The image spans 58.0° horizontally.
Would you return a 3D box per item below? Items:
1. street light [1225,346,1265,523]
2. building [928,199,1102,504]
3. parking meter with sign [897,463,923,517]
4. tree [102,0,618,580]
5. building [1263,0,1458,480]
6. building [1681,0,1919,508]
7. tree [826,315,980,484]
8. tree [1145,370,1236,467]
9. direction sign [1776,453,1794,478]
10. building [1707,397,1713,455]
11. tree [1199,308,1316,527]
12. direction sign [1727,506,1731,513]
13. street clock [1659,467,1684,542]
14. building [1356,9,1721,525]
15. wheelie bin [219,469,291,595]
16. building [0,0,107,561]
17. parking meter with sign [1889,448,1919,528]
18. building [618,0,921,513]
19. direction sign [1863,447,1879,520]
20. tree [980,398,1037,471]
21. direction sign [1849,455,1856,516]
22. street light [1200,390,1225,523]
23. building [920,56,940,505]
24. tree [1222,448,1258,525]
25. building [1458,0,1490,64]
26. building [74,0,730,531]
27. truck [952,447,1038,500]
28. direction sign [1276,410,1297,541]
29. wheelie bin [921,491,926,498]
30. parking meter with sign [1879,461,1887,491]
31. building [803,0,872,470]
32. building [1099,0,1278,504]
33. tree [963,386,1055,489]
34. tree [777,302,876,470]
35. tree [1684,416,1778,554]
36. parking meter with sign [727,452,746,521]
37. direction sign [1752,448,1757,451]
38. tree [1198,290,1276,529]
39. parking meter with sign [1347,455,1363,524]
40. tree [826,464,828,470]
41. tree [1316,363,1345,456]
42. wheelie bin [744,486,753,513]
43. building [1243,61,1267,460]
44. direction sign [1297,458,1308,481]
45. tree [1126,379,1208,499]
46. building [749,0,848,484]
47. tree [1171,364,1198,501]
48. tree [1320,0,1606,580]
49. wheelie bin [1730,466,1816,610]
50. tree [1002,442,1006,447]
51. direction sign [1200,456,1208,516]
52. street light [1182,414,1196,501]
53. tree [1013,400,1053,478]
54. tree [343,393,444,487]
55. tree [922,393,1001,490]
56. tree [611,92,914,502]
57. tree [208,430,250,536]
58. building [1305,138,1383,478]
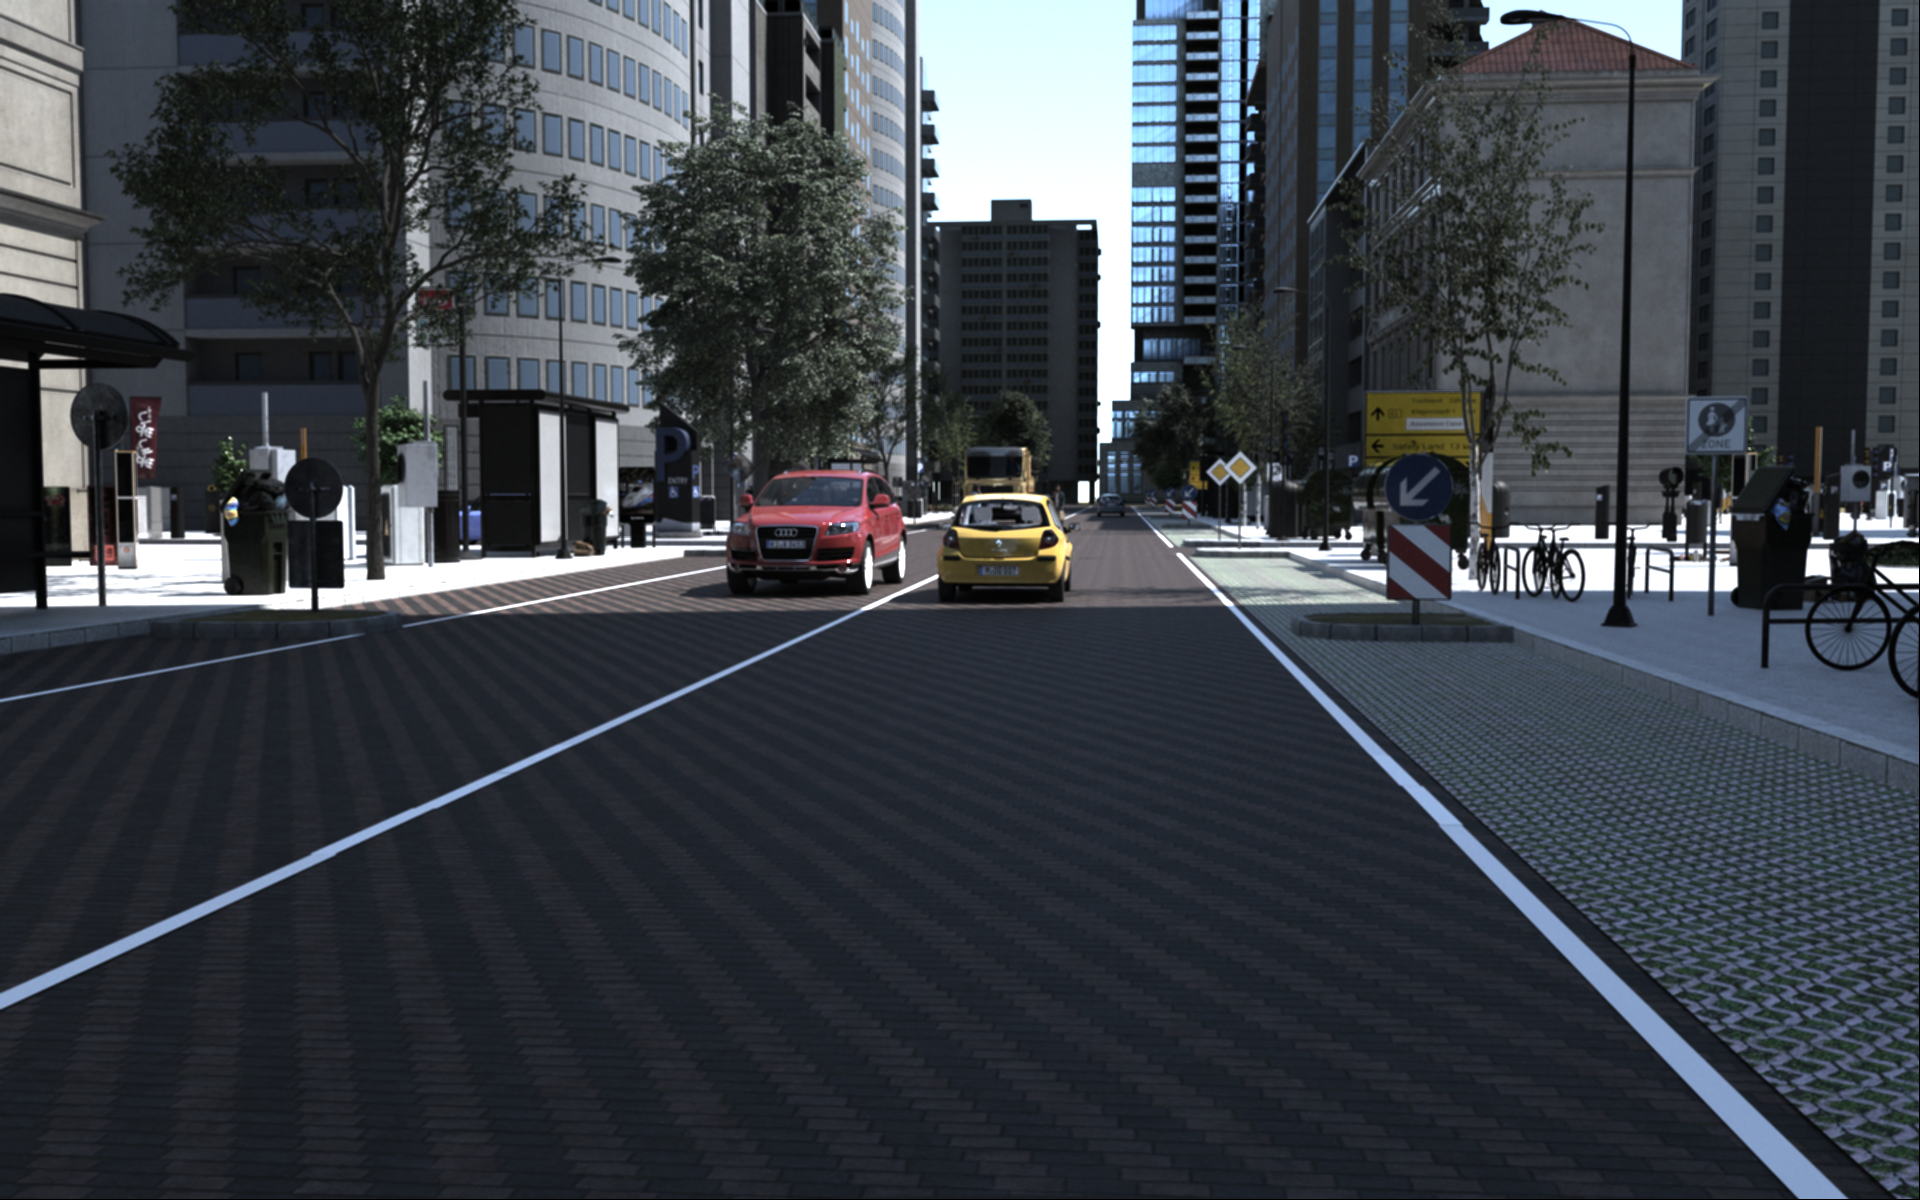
[{"bbox_3d":[9.221,-5.004,54.361,1.470,5.913,1.316,0,4,5],"label":"street light"},{"bbox_3d":[6.756,-32.972,230.972,23.993,40.220,32.217,0,4,5],"label":"building"},{"bbox_3d":[-2.889,-6.202,97.667,1.738,3.016,0.543,3,5,41],"label":"parking meter with sign"},{"bbox_3d":[-8.888,-5.558,25.289,8.767,10.594,7.601,1,4,21],"label":"tree"},{"bbox_3d":[34.293,-30.692,151.918,14.600,45.320,14.200,0,4,5],"label":"building"},{"bbox_3d":[83.007,-44.956,173.288,20.611,71.187,20.563,0,4,5],"label":"building"},{"bbox_3d":[-3.568,-9.348,87.249,8.767,10.594,7.601,0,3,0],"label":"tree"},{"bbox_3d":[17.316,-12.001,130.622,7.601,10.594,8.767,-2,4,-25],"label":"tree"},{"bbox_3d":[45.954,-6.394,96.540,0.876,3.537,0.379,3,4,39],"label":"direction sign"},{"bbox_3d":[78.541,-36.746,220.402,30.456,49.044,23.786,0,4,5],"label":"building"},{"bbox_3d":[11.279,-7.196,68.016,4.737,8.622,4.395,0,3,0],"label":"tree"},{"bbox_3d":[51.497,-7.575,115.844,0.379,3.537,0.876,0,4,-7],"label":"direction sign"},{"bbox_3d":[19.138,-2.565,46.504,0.471,2.002,0.358,-1,4,-11],"label":"street clock"},{"bbox_3d":[25.732,-14.969,80.902,11.583,22.565,21.152,0,4,5],"label":"building"},{"bbox_3d":[-8.973,-0.872,22.172,0.693,1.594,0.980,1,4,9],"label":"wheelie bin"},{"bbox_3d":[-31.746,-11.860,27.190,30.059,22.955,16.112,0,4,5],"label":"building"},{"bbox_3d":[36.011,-4.219,65.249,1.738,3.016,0.543,1,4,12],"label":"parking meter with sign"},{"bbox_3d":[-15.501,-37.395,153.410,21.231,58.520,28.212,0,4,5],"label":"building"},{"bbox_3d":[44.384,-5.654,84.445,0.379,3.537,0.876,-1,4,-20],"label":"direction sign"},{"bbox_3d":[4.076,-14.278,167.859,7.601,10.594,8.767,2,4,28],"label":"tree"},{"bbox_3d":[51.376,-6.583,99.628,0.379,3.537,0.876,3,4,37],"label":"direction sign"},{"bbox_3d":[11.455,-6.410,77.347,1.470,5.913,1.316,0,4,5],"label":"street light"},{"bbox_3d":[-17.743,-34.372,181.598,30.456,49.044,23.786,0,4,5],"label":"building"},{"bbox_3d":[11.916,-4.798,73.052,1.663,3.219,1.824,0,3,0],"label":"tree"},{"bbox_3d":[32.971,-29.798,137.302,14.600,45.320,14.200,0,4,5],"label":"building"},{"bbox_3d":[-22.159,-32.443,72.450,21.231,58.520,28.212,0,4,5],"label":"building"},{"bbox_3d":[1.681,-4.736,73.359,3.469,3.379,9.791,0,4,5],"label":"truck"},{"bbox_3d":[8.843,-3.387,47.369,0.379,3.537,0.876,0,4,-2],"label":"direction sign"},{"bbox_3d":[-2.808,-7.125,124.406,0.693,1.594,0.980,0,4,4],"label":"wheelie bin"},{"bbox_3d":[48.548,-5.793,90.981,0.543,3.016,1.738,3,4,37],"label":"parking meter with sign"},{"bbox_3d":[-14.577,-29.463,131.834,14.600,45.320,14.200,0,4,5],"label":"building"},{"bbox_3d":[33.748,-55.666,222.816,31.000,86.520,22.319,0,4,5],"label":"building"},{"bbox_3d":[5.407,-16.340,184.174,9.611,12.733,9.660,0,3,0],"label":"tree"},{"bbox_3d":[-5.424,-6.979,64.462,4.737,8.622,4.395,0,3,0],"label":"tree"},{"bbox_3d":[16.778,-2.610,37.275,1.663,3.219,1.824,0,3,0],"label":"tree"},{"bbox_3d":[-8.861,-4.465,69.260,0.543,3.016,1.738,-1,4,-18],"label":"parking meter with sign"},{"bbox_3d":[39.081,-5.750,86.016,0.379,3.537,0.876,-3,4,-38],"label":"direction sign"},{"bbox_3d":[11.185,-6.910,63.344,4.360,8.622,3.978,0,3,0],"label":"tree"},{"bbox_3d":[17.386,-4.881,76.059,0.543,3.016,1.738,0,4,3],"label":"parking meter with sign"},{"bbox_3d":[-6.933,-6.168,95.442,1.663,3.219,1.824,0,3,0],"label":"tree"},{"bbox_3d":[19.036,-8.891,95.723,4.737,8.622,4.395,0,3,0],"label":"tree"},{"bbox_3d":[-7.597,-3.432,64.025,0.693,1.594,0.980,2,4,28],"label":"wheelie bin"},{"bbox_3d":[39.980,-31.750,173.733,22.147,44.769,28.867,0,4,5],"label":"building"},{"bbox_3d":[21.745,-7.227,110.154,0.876,3.537,0.379,3,5,43],"label":"direction sign"},{"bbox_3d":[23.360,-17.582,194.123,9.857,13.997,8.962,0,3,0],"label":"tree"},{"bbox_3d":[-14.706,-20.251,102.802,14.160,30.474,14.107,0,4,5],"label":"building"},{"bbox_3d":[13.232,-8.169,83.920,4.360,8.622,3.978,0,3,0],"label":"tree"},{"bbox_3d":[7.558,-4.595,25.492,4.360,8.622,3.978,0,3,0],"label":"tree"},{"bbox_3d":[9.114,-0.706,19.450,0.693,1.594,0.980,-1,4,-10],"label":"wheelie bin"},{"bbox_3d":[1.585,-11.822,143.644,4.737,8.622,4.395,0,3,0],"label":"tree"},{"bbox_3d":[14.392,-6.746,102.296,0.379,3.537,0.876,3,4,38],"label":"direction sign"},{"bbox_3d":[13.542,-7.806,100.174,1.470,5.913,1.316,0,4,5],"label":"street light"},{"bbox_3d":[6.963,-16.983,195.801,7.486,12.596,7.792,0,3,0],"label":"tree"},{"bbox_3d":[-18.220,-4.429,56.132,4.285,4.588,4.351,0,3,0],"label":"tree"},{"bbox_3d":[-0.511,-10.578,123.304,4.737,8.622,4.395,0,3,0],"label":"tree"},{"bbox_3d":[-6.386,-9.154,56.317,9.857,13.997,8.962,0,3,0],"label":"tree"},{"bbox_3d":[-22.312,-3.561,52.829,1.663,3.219,1.824,0,3,0],"label":"tree"},{"bbox_3d":[29.948,-17.557,106.117,14.314,24.678,30.058,0,4,5],"label":"building"}]
